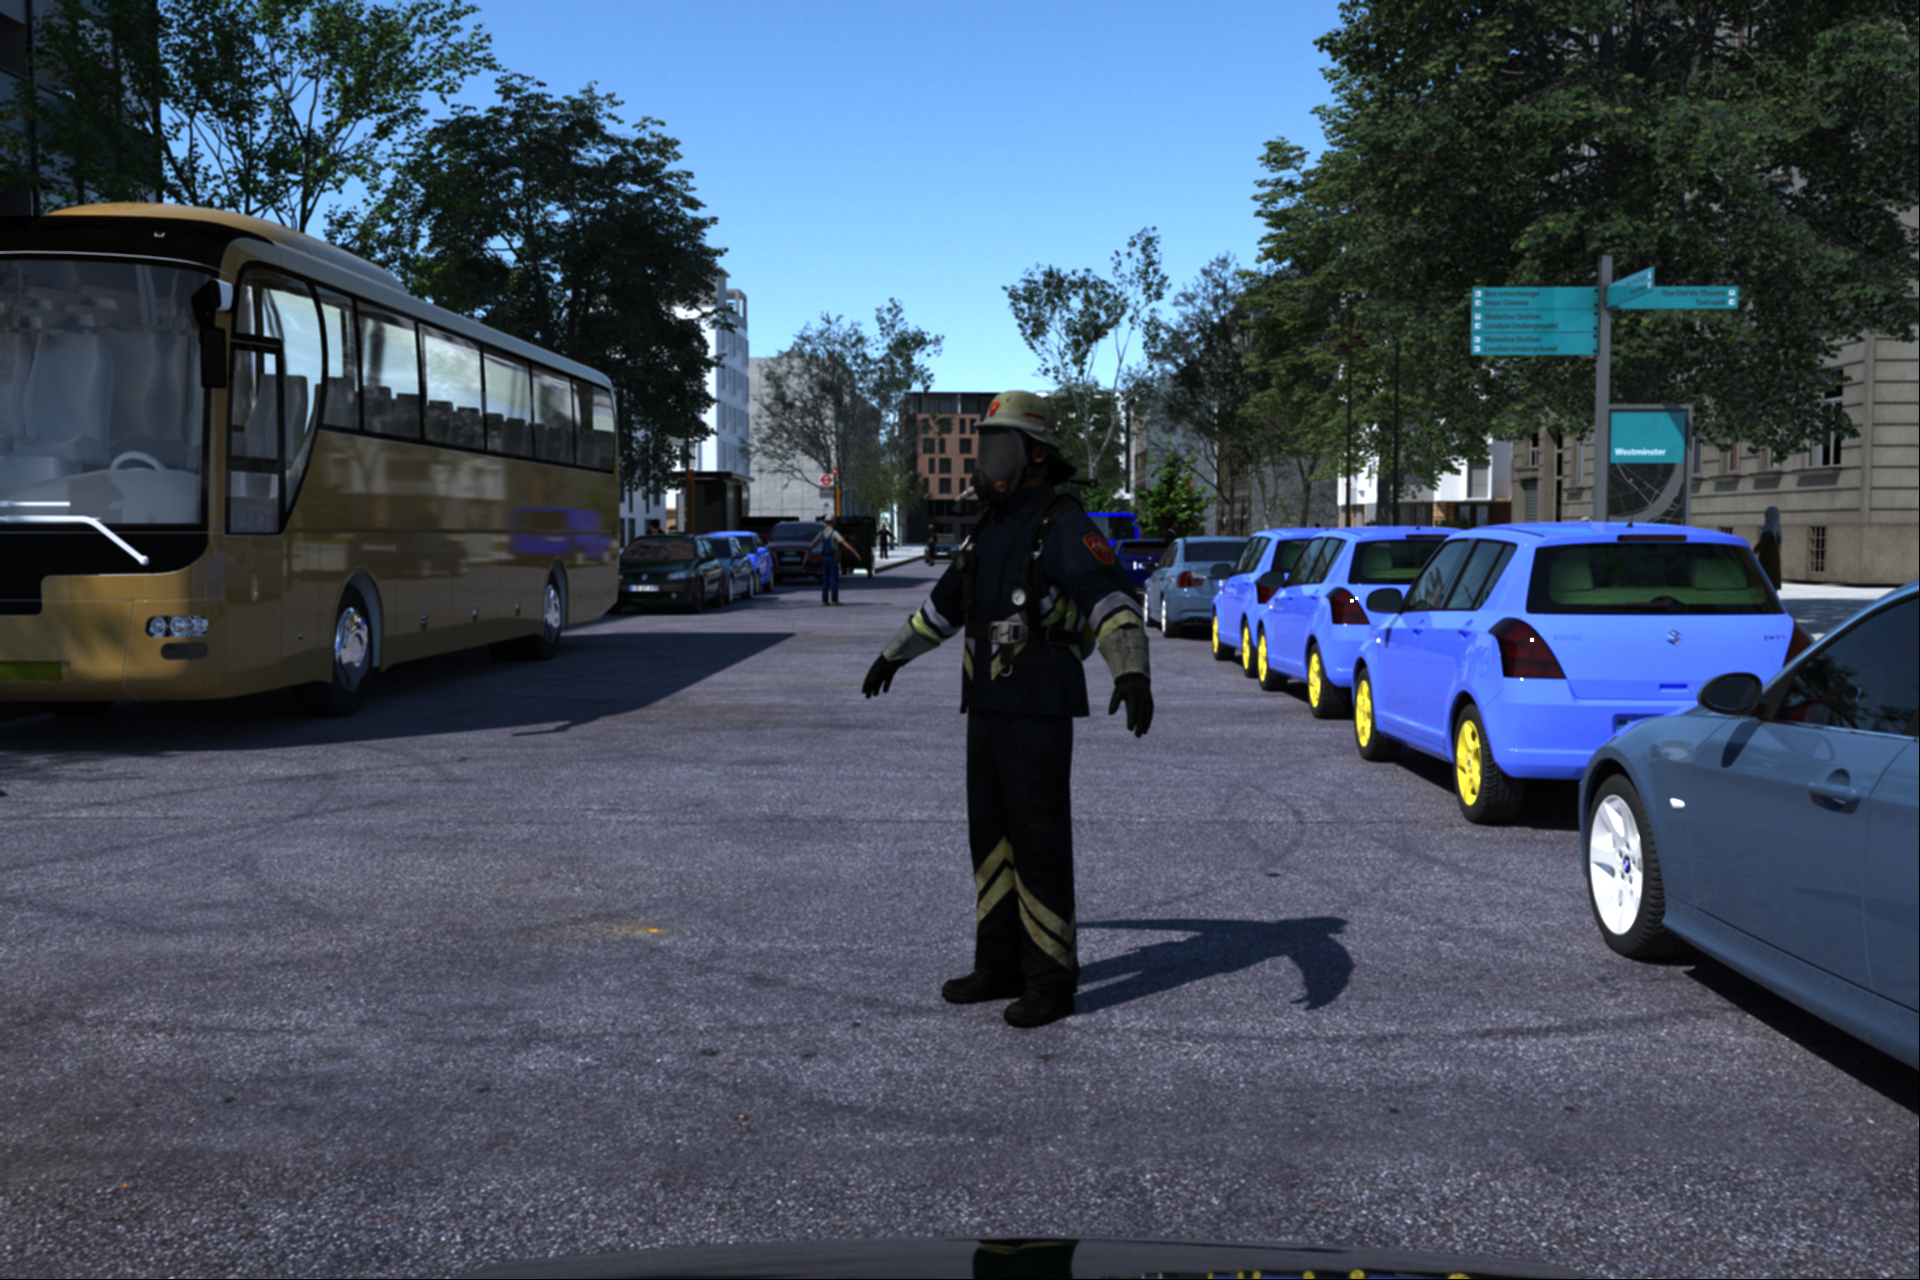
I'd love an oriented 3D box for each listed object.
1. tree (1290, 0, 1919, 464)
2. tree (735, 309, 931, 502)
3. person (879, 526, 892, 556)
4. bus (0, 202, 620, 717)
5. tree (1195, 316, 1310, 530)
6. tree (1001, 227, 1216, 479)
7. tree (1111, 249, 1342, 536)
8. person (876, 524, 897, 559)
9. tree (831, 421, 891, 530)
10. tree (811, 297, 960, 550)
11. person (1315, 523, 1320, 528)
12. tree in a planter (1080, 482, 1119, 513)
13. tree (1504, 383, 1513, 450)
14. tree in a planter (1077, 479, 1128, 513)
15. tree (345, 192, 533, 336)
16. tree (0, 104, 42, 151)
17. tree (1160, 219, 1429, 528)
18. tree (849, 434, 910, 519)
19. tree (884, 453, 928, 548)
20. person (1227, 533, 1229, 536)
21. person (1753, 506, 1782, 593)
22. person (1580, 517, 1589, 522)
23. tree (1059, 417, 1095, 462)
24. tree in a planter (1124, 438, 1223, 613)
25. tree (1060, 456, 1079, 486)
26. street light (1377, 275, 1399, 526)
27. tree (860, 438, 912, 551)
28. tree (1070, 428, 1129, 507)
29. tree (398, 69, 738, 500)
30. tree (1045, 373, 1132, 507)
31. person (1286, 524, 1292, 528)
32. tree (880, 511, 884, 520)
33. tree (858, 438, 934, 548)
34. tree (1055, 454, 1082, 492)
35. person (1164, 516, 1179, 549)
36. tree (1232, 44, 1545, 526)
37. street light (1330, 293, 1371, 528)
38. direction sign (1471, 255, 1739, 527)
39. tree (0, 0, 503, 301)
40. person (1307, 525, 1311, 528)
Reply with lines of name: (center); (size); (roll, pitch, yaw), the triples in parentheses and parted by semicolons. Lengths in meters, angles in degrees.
tree: (9.062, -7.106, 22.832); (9.857, 13.997, 8.962); (0, 3, 0)
tree: (-6.752, -11.258, 94.434); (12.009, 13.543, 11.850); (0, 3, 0)
person: (-4.492, -5.811, 100.984); (1.349, 1.833, 0.705); (2, 4, 29)
bus: (-5.891, -1.547, 16.835); (2.896, 3.916, 12.252); (0, 4, 1)
tree: (10.507, -6.585, 58.033); (4.360, 8.622, 3.978); (0, 3, 0)
tree: (9.272, -15.348, 106.822); (12.611, 20.169, 13.585); (0, 3, 0)
tree: (11.798, -10.111, 75.677); (12.009, 13.543, 11.850); (0, 3, 0)
person: (-3.912, -5.085, 89.364); (1.346, 1.802, 0.704); (-1, 4, -15)
tree: (-6.374, -9.947, 112.996); (4.360, 8.622, 3.978); (0, 3, 0)
tree: (-6.365, -17.468, 141.485); (12.611, 20.169, 13.585); (0, 3, 0)
person: (17.029, -4.680, 82.709); (0.705, 1.806, 1.347); (3, 4, 37)
tree in a planter: (4.608, -3.811, 59.525); (1.991, 3.239, 1.994); (0, 4, 1)
tree: (29.343, -10.260, 78.119); (12.009, 13.543, 11.850); (0, 3, 0)
tree in a planter: (4.550, -3.590, 55.913); (1.991, 3.239, 1.994); (0, 4, 1)
tree: (-11.294, -5.305, 37.096); (4.737, 8.622, 4.395); (0, 3, 0)
tree: (-12.276, -4.171, 18.562); (4.737, 8.622, 4.395); (0, 3, 0)
tree: (10.062, -7.118, 50.798); (8.767, 10.594, 7.601); (0, 4, 7)
tree: (-6.236, -10.374, 119.984); (4.360, 8.622, 3.978); (0, 3, 0)
tree: (-5.550, -12.500, 154.736); (4.360, 8.622, 3.978); (0, 3, 0)
person: (14.385, -5.271, 92.314); (0.704, 1.812, 1.346); (-1, 4, -11)
person: (13.286, -1.334, 28.591); (0.721, 1.736, 1.217); (3, 4, 38)
person: (17.666, -2.595, 48.885); (1.216, 1.778, 0.721); (3, 5, 43)
tree: (10.684, -15.312, 168.474); (7.486, 12.596, 7.792); (0, 3, 0)
tree in a planter: (3.952, -2.145, 32.294); (1.991, 3.239, 1.994); (0, 4, 1)
tree: (10.116, -12.380, 152.770); (4.737, 8.622, 4.395); (0, 3, 0)
street light: (8.202, -3.538, 30.393); (1.470, 5.913, 1.316); (0, 4, 1)
tree: (-5.893, -10.961, 129.568); (4.737, 8.622, 4.395); (0, 3, 0)
tree: (8.958, -10.220, 117.467); (4.360, 8.622, 3.978); (0, 3, 0)
tree: (-10.764, -8.609, 47.411); (9.857, 13.997, 8.962); (0, 3, 0)
tree: (9.168, -14.104, 137.262); (9.857, 13.997, 8.962); (0, 3, 0)
person: (18.522, -5.614, 97.560); (0.705, 1.858, 1.354); (3, 5, 40)
tree: (-14.458, -19.921, 260.112); (7.601, 10.594, 8.767); (0, 4, 7)
tree: (-6.060, -13.976, 162.926); (7.601, 10.594, 8.767); (-1, 4, -16)
tree: (9.443, -12.031, 147.066); (4.360, 8.622, 3.978); (0, 3, 0)
person: (3.663, -1.230, 29.281); (0.721, 1.740, 1.216); (0, 4, 2)
tree: (10.076, -7.492, 40.625); (7.486, 12.596, 7.792); (0, 3, 0)
street light: (7.494, -3.706, 33.389); (0.468, 5.910, 1.993); (0, 4, 1)
direction sign: (6.174, -1.677, 16.173); (2.525, 3.948, 1.411); (0, 4, 2)
tree: (-11.870, -6.307, 28.873); (9.928, 11.665, 9.643); (0, 3, 0)
person: (19.979, -5.700, 99.326); (0.704, 1.817, 1.347); (-1, 4, -17)
